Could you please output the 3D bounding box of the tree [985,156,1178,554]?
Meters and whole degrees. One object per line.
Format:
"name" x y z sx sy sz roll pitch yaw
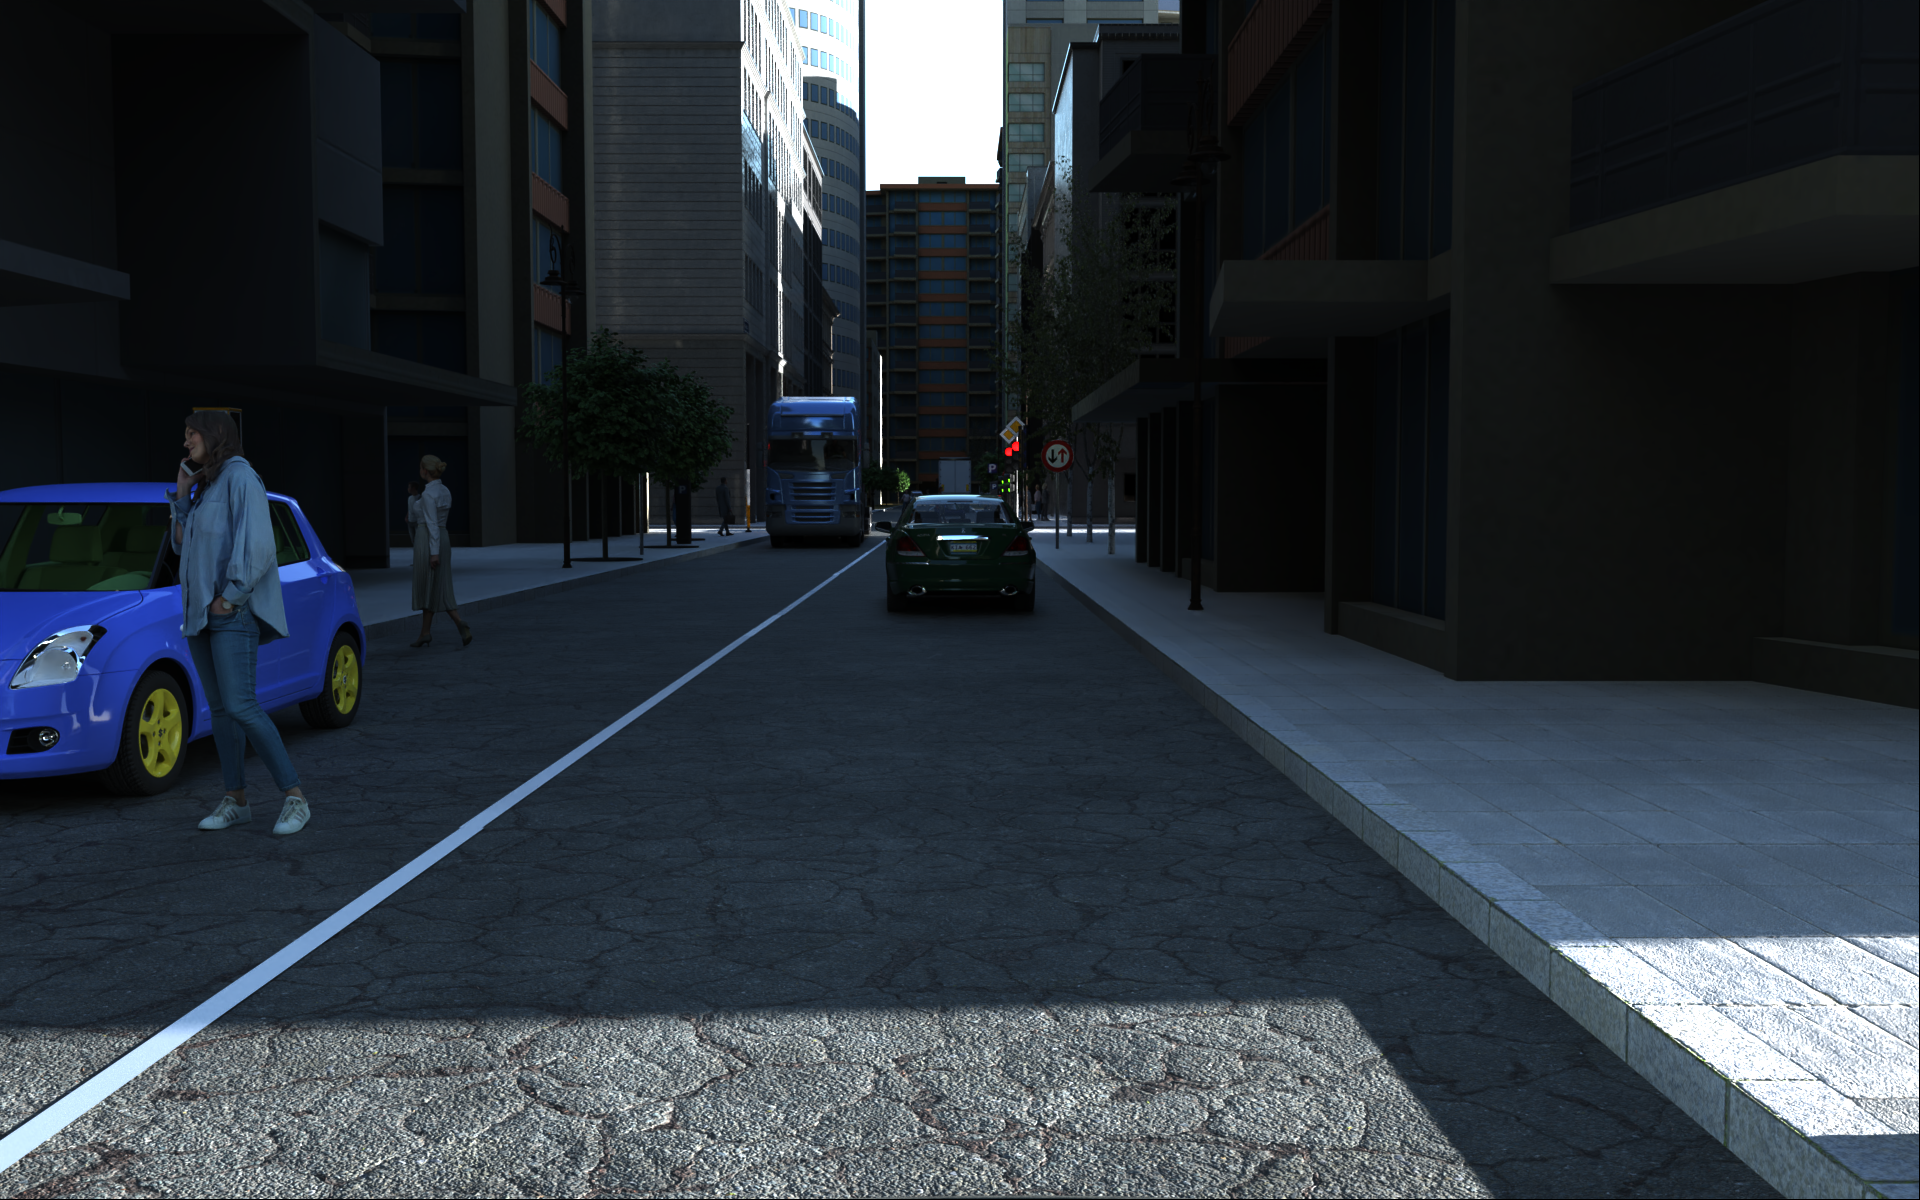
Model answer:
"tree" 2.997 -5.279 36.678 4.360 8.622 3.978 0 3 0

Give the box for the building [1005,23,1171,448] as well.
"building" 11.048 -28.809 154.621 14.154 41.232 14.086 0 4 0

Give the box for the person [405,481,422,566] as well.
"person" -9.651 -1.359 30.851 0.503 1.515 0.523 0 4 4

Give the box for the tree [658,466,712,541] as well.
"tree" -7.489 -3.263 47.955 1.663 3.219 1.824 0 3 0

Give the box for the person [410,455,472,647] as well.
"person" -4.868 -0.458 16.207 0.641 1.798 0.478 1 4 21

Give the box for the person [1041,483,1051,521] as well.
"person" 4.113 -4.668 82.548 0.526 1.800 0.537 1 4 10

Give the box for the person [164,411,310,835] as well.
"person" -3.100 0.081 7.435 0.793 1.790 0.793 1 4 11

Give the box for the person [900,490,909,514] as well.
"person" -4.000 -6.994 123.519 0.731 1.740 0.598 -3 4 -37

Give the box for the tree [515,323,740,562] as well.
"tree" -6.784 -3.040 33.426 4.285 4.588 4.351 0 3 0

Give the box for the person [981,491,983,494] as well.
"person" 2.765 -12.739 215.054 1.217 1.736 0.721 0 4 1

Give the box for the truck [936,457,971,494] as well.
"truck" -0.478 -9.111 137.881 2.839 4.237 11.283 0 4 -1

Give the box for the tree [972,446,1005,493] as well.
"tree" 2.539 -8.091 115.997 4.285 4.588 4.351 0 3 0

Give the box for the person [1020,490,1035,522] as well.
"person" 3.095 -4.494 79.865 0.694 1.780 0.624 -3 5 -41

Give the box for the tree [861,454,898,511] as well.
"tree" -7.518 -9.259 135.097 4.285 4.588 4.351 0 3 0

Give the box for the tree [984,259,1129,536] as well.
"tree" 3.156 -6.244 52.453 4.737 8.622 4.395 0 3 0

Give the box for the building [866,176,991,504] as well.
"building" -3.195 -35.889 241.402 28.867 44.769 22.147 0 4 0

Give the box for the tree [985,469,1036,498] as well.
"tree" 2.337 -5.029 76.828 1.663 3.219 1.824 0 3 0

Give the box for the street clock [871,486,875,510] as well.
"street clock" -7.069 -8.325 140.680 0.358 2.002 0.471 -1 4 -13

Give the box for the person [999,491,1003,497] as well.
"person" 2.696 -7.071 121.615 0.622 1.834 0.822 -1 4 -22

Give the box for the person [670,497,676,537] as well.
"person" -8.436 -2.802 51.864 0.555 1.821 0.388 1 4 23

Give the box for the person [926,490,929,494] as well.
"person" -2.502 -7.562 132.692 0.362 1.759 0.519 1 4 14

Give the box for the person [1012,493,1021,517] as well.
"person" 3.167 -5.589 97.621 0.583 1.804 0.606 2 4 28

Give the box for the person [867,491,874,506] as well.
"person" -10.023 -11.285 190.647 1.348 1.812 0.705 -3 5 -39

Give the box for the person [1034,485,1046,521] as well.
"person" 3.922 -4.724 83.956 0.598 1.740 0.731 1 4 12

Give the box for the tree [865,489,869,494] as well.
"tree" -7.948 -9.116 143.648 1.663 3.219 1.824 0 3 0

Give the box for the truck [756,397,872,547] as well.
"truck" -4.124 -3.914 53.747 2.967 4.110 18.799 0 4 -2

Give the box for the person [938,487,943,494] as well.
"person" -0.778 -4.496 82.289 0.573 1.790 0.520 -1 4 -9

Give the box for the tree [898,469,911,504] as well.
"tree" -8.317 -12.369 185.944 4.285 4.588 4.351 0 3 0

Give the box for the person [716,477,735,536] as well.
"person" -7.150 -2.856 52.844 0.767 1.812 0.694 -3 5 -43

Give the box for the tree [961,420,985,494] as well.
"tree" 2.020 -13.515 171.332 4.360 8.622 3.978 0 3 0

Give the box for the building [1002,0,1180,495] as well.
"building" 14.781 -38.729 175.220 21.231 58.520 28.212 0 4 0

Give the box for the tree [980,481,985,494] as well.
"tree" 2.594 -9.357 147.582 1.663 3.219 1.824 0 3 0

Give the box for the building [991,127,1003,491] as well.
"building" 15.340 -33.609 204.135 22.147 44.769 28.867 0 4 0
